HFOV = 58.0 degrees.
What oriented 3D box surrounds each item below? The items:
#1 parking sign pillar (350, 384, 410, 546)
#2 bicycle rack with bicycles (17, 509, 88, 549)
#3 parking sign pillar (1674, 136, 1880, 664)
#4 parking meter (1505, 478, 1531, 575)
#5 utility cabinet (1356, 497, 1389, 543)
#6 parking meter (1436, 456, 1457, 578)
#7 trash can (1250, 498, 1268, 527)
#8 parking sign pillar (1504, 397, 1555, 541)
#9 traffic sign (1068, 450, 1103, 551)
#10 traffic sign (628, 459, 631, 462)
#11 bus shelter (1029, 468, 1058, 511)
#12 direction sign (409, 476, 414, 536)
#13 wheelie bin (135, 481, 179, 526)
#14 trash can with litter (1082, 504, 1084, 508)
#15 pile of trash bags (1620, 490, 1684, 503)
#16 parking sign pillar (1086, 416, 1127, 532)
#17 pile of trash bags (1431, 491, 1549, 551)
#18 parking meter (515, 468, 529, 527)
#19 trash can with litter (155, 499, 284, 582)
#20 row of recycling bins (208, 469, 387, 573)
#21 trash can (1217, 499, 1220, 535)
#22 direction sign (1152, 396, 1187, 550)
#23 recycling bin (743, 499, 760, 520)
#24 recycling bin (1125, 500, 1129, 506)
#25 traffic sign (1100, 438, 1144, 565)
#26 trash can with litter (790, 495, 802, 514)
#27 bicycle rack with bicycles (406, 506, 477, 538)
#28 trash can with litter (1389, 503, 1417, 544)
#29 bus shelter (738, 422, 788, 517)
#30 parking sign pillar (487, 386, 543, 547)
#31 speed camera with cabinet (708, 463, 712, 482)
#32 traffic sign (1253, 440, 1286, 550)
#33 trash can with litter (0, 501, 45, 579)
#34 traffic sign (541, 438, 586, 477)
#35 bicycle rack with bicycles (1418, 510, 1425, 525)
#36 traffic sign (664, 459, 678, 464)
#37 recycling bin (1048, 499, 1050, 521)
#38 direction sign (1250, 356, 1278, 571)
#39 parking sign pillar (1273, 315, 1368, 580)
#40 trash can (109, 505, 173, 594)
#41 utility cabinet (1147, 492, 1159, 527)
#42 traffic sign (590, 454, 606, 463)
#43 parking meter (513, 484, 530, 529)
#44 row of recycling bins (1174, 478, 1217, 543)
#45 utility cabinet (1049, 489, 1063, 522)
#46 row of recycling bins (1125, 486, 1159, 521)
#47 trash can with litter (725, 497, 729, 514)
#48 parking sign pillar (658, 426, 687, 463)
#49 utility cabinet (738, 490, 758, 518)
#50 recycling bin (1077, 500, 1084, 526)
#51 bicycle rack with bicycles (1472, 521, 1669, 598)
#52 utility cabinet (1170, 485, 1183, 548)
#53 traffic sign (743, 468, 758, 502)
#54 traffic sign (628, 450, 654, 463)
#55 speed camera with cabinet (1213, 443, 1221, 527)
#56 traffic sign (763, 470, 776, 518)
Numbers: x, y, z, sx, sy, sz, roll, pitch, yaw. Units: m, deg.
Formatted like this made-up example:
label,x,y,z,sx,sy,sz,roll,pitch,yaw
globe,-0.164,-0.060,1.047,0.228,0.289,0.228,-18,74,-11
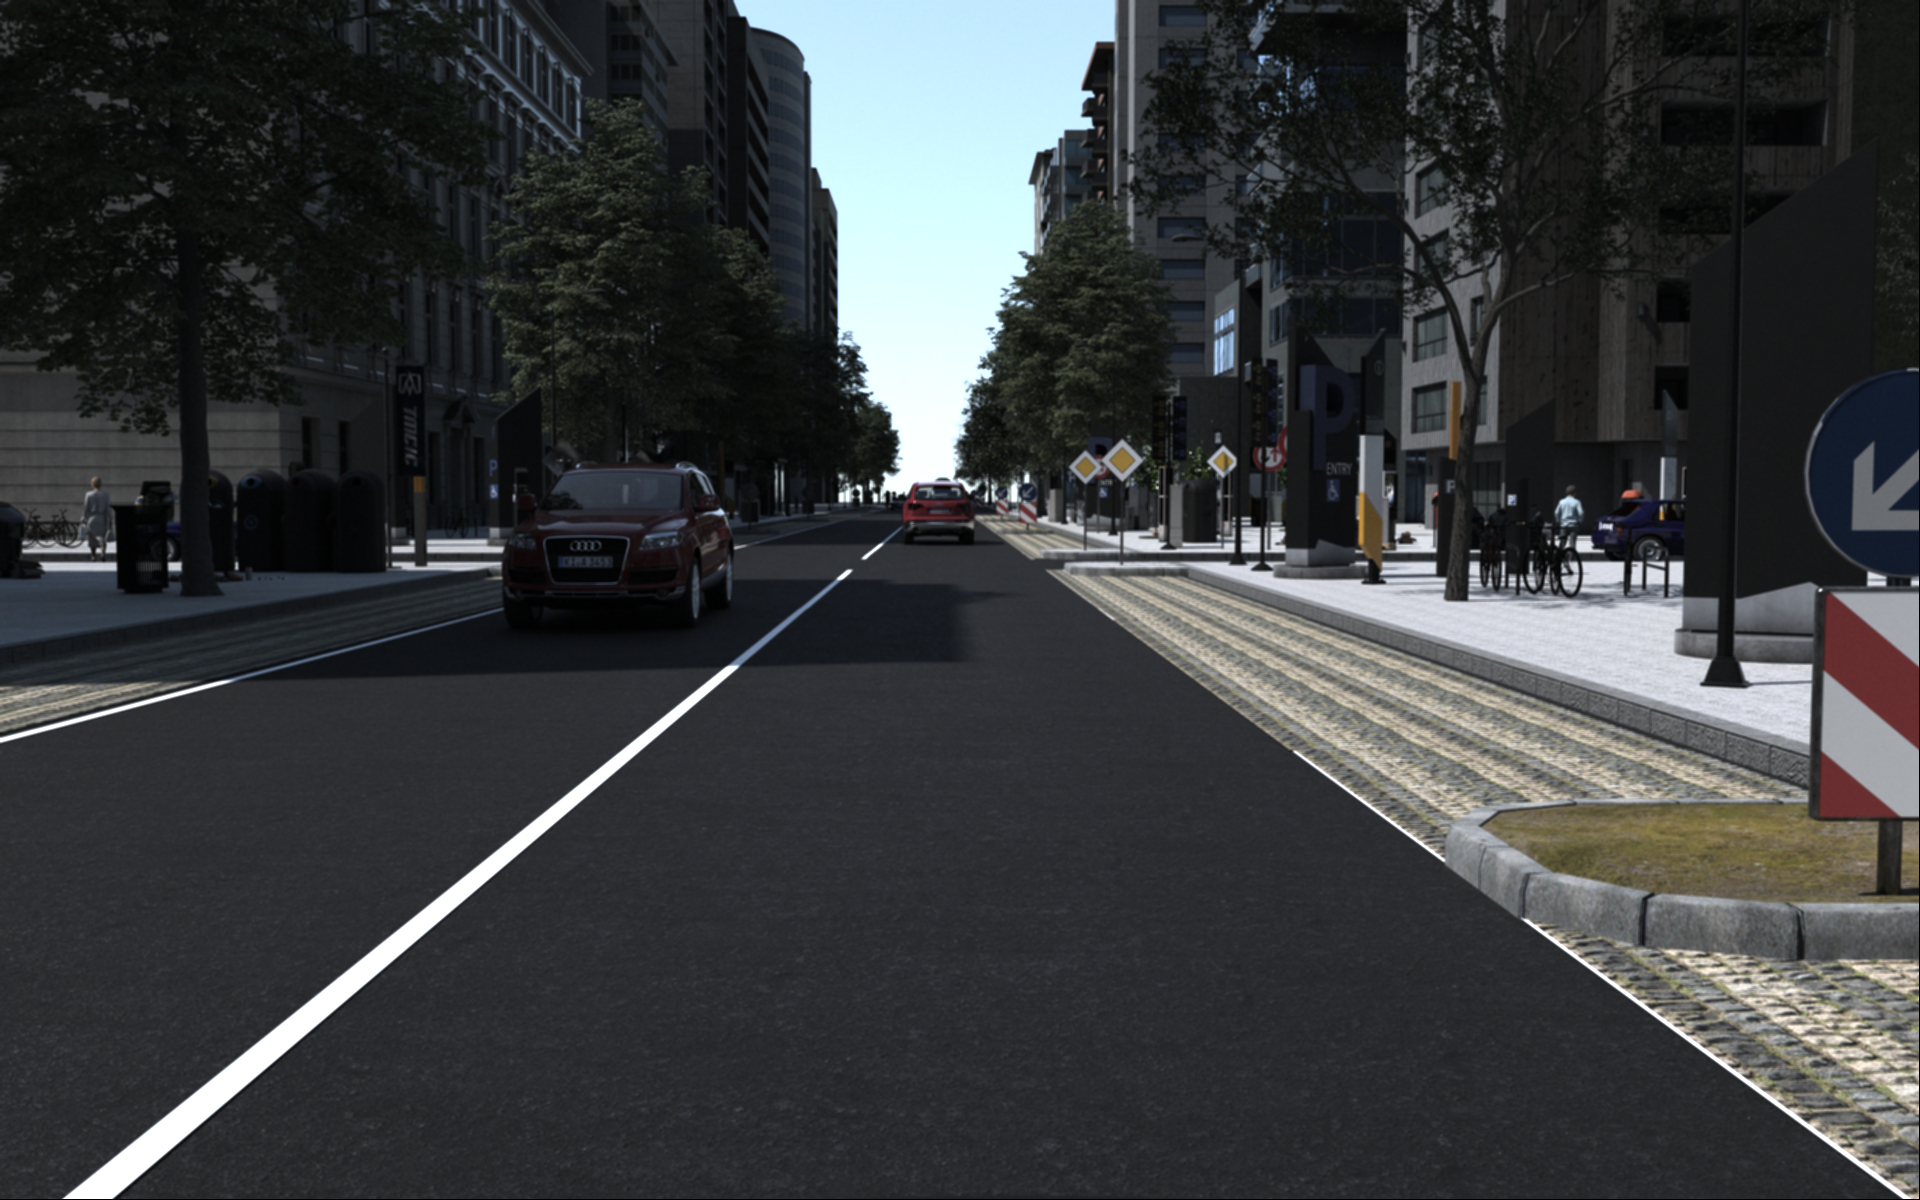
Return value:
label,x,y,z,sx,sy,sz,roll,pitch,yaw
parking sign pillar,-14.428,-3.331,42.935,1.447,3.967,1.447,1,4,20
bicycle rack with bicycles,-22.050,-1.701,41.186,2.852,0.926,2.925,3,5,41
parking sign pillar,6.460,-1.540,13.655,1.447,3.967,1.447,2,4,30
parking meter,8.908,-1.176,27.644,0.372,1.533,0.369,0,3,0
utility cabinet,9.767,-1.859,41.554,1.020,1.237,0.306,1,4,14
parking meter,7.550,-1.279,26.622,0.399,1.863,0.255,1,4,9
trash can,11.704,-3.436,67.825,0.748,1.137,0.748,0,3,0
parking sign pillar,15.888,-3.661,48.322,1.447,3.967,1.447,1,4,18
traffic sign,2.837,-2.176,39.221,0.795,2.450,0.064,0,4,-1
traffic sign,-11.835,-3.818,62.530,0.768,2.556,0.104,0,4,5
bus shelter,5.357,-7.186,111.417,2.014,3.302,5.546,0,4,0
direction sign,-16.855,-3.760,53.467,0.876,3.537,0.379,2,4,33
wheelie bin,-19.435,-2.087,42.026,0.980,1.594,0.693,-3,5,-44
trash can with litter,5.010,-3.161,63.068,1.055,1.170,0.624,-1,4,-13
pile of trash bags,16.784,-1.935,41.397,3.447,1.369,1.912,-3,5,-42
parking sign pillar,4.985,-4.328,59.234,1.447,3.967,1.447,2,4,34
pile of trash bags,12.132,-1.874,40.386,1.912,1.369,3.447,-1,4,-21
parking meter,-9.692,-1.995,38.333,0.255,1.863,0.399,-1,4,-21
trash can with litter,-11.384,-0.901,25.782,2.233,1.210,1.678,1,4,19
row of recycling bins,-11.179,-1.319,28.679,3.534,1.692,1.069,1,4,9
trash can,8.238,-2.639,54.798,0.748,1.137,0.748,0,3,0
direction sign,4.826,-2.937,40.016,0.876,3.537,0.379,-1,4,-20
recycling bin,-10.476,-4.548,86.906,0.722,1.027,0.722,-1,4,-21
recycling bin,6.906,-3.481,69.468,0.722,1.027,0.722,-2,4,-25
traffic sign,2.919,-1.688,31.237,0.795,2.450,0.064,0,4,-1
trash can with litter,-10.528,-6.242,113.113,1.678,1.210,2.233,0,3,0
bicycle rack with bicycles,-15.427,-2.282,50.699,2.852,0.926,2.925,0,4,-2
trash can with litter,11.184,-2.032,44.605,1.055,1.170,0.624,0,4,-6
bus shelter,-11.330,-7.429,99.089,2.179,5.291,8.768,0,4,-1
parking sign pillar,-10.978,-3.322,42.795,1.447,3.967,1.447,3,5,41
speed camera with cabinet,-16.220,-7.025,109.193,0.660,3.252,2.038,-2,4,-28
traffic sign,7.102,-2.425,39.751,0.768,2.556,0.104,0,4,5
trash can with litter,-14.412,-0.923,26.473,1.055,1.170,0.624,2,4,27
traffic sign,-7.125,-1.683,31.154,0.795,2.450,0.064,0,4,-1
bicycle rack with bicycles,21.023,-3.632,72.763,2.925,0.926,2.852,2,4,31
traffic sign,-10.528,-3.862,63.253,0.768,2.556,0.104,0,4,5
recycling bin,4.601,-4.249,82.028,0.722,1.027,0.722,1,4,21
direction sign,5.065,-2.258,28.919,0.379,3.537,0.876,3,4,38
parking sign pillar,5.555,-2.329,26.557,1.447,3.967,1.447,-3,5,-44
trash can,-10.612,-0.662,22.472,0.748,1.137,0.748,0,3,0
utility cabinet,7.142,-3.597,67.487,1.173,1.500,0.318,3,4,36
traffic sign,-11.315,-3.334,54.610,0.768,2.556,0.104,0,4,2
parking meter,-10.353,-1.986,40.887,0.372,1.533,0.369,0,3,0
row of recycling bins,6.346,-2.444,47.076,1.069,1.692,3.534,0,4,-1
utility cabinet,4.403,-4.248,78.140,0.318,1.500,1.173,2,4,28
row of recycling bins,7.892,-4.642,83.002,3.534,1.692,1.069,2,4,29
trash can with litter,-11.027,-4.101,78.442,1.055,1.170,0.624,-2,4,-28
parking sign pillar,-10.737,-4.708,65.442,1.447,3.967,1.447,1,4,13
utility cabinet,-11.321,-5.131,92.574,1.173,1.500,0.318,3,4,36
recycling bin,5.164,-3.505,69.865,0.722,1.027,0.722,2,4,25
bicycle rack with bicycles,7.953,-0.553,22.425,2.852,0.926,2.925,1,4,14
utility cabinet,5.166,-2.005,41.459,0.318,1.500,1.173,0,4,5
traffic sign,-10.318,-5.216,85.390,0.768,2.556,0.104,0,4,8
traffic sign,-7.207,-2.171,39.139,0.795,2.450,0.064,0,4,-1
speed camera with cabinet,9.949,-4.423,66.645,0.660,3.252,2.038,1,4,12
traffic sign,-10.053,-5.560,91.008,0.768,2.556,0.104,0,4,4
